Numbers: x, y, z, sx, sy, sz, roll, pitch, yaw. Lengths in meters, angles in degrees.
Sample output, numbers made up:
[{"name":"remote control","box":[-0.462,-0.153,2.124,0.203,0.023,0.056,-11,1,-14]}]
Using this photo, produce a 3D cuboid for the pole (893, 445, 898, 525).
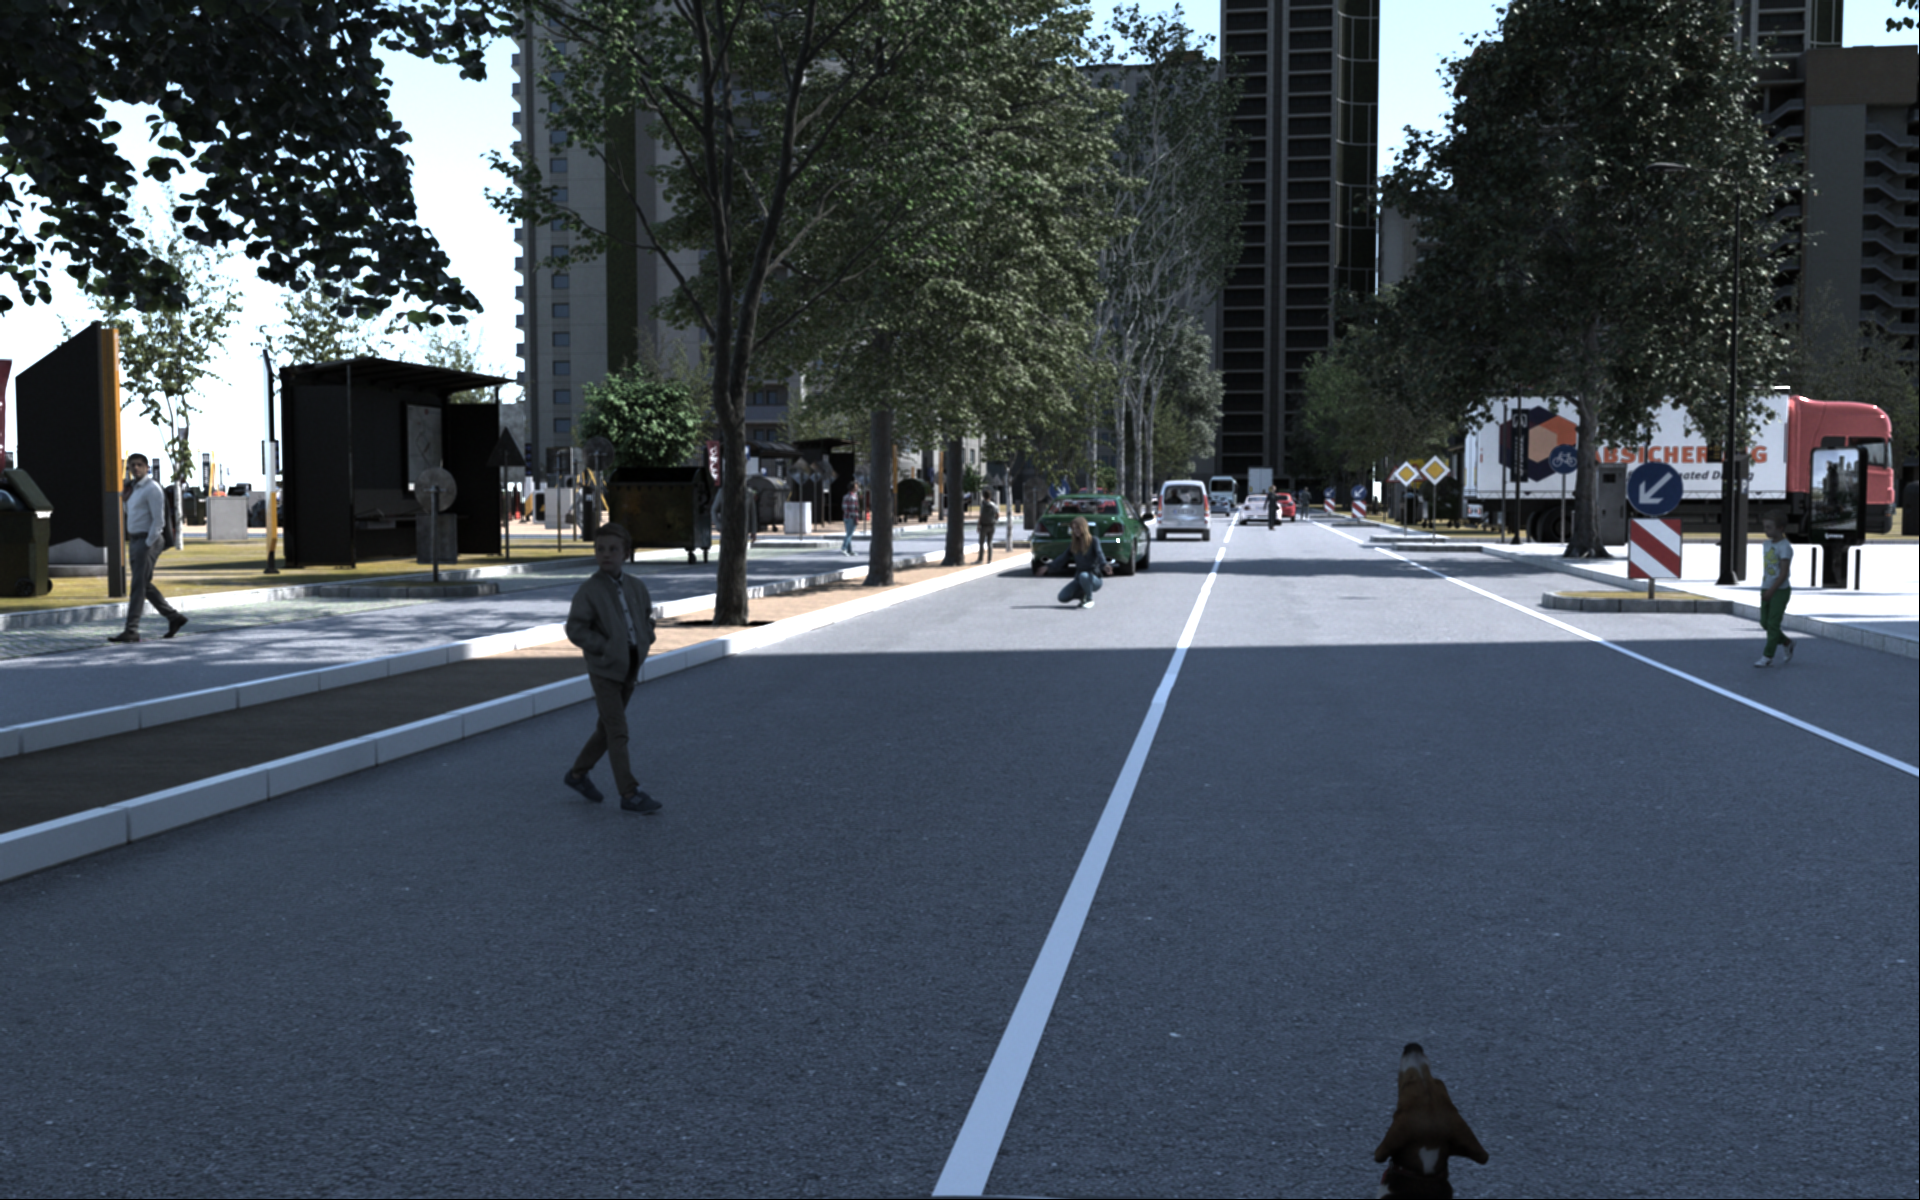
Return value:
[{"name":"pole","box":[-2.706,-4.790,72.164,0.158,3.312,0.155,0,3,0]}]

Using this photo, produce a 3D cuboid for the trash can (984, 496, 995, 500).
[{"name":"trash can","box":[2.363,-7.210,129.531,0.748,1.137,0.748,0,3,0]}]

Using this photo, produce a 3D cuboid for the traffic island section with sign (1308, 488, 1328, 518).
[{"name":"traffic island section with sign","box":[21.837,-5.774,103.034,1.989,1.847,2.006,1,4,9]}]

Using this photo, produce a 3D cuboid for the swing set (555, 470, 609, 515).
[{"name":"swing set","box":[-19.445,-5.520,87.871,2.862,2.851,3.119,0,4,6]}]

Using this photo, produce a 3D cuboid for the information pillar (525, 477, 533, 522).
[{"name":"information pillar","box":[-20.136,-5.471,80.798,0.504,3.616,0.183,3,4,37]}]

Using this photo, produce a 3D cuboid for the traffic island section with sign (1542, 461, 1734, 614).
[{"name":"traffic island section with sign","box":[8.449,-0.806,21.804,1.989,1.847,2.006,1,4,9]}]

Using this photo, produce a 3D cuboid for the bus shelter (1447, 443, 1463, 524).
[{"name":"bus shelter","box":[21.959,-5.864,73.515,2.179,5.291,8.768,1,4,10]}]

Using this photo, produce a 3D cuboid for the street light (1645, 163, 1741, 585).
[{"name":"street light","box":[10.318,-3.172,24.396,1.470,5.913,1.316,1,4,9]}]

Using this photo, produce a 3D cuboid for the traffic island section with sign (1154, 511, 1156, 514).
[{"name":"traffic island section with sign","box":[15.354,-7.310,127.656,2.006,1.907,1.989,1,4,9]}]

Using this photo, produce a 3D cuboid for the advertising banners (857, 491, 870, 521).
[{"name":"advertising banners","box":[-4.425,-5.282,82.545,0.090,3.025,2.074,1,4,22]}]

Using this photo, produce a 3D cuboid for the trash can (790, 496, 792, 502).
[{"name":"trash can","box":[-11.654,-6.766,122.272,0.748,1.137,0.748,0,3,0]}]

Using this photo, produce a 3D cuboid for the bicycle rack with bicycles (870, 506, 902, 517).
[{"name":"bicycle rack with bicycles","box":[-4.163,-5.241,99.074,2.852,0.926,2.925,3,5,41]}]

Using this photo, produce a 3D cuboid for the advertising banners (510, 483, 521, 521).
[{"name":"advertising banners","box":[-21.597,-5.311,83.024,0.090,3.025,2.074,-3,5,-39]}]

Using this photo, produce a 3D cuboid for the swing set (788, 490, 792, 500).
[{"name":"swing set","box":[-7.637,-5.611,89.360,2.862,2.851,3.119,0,4,6]}]

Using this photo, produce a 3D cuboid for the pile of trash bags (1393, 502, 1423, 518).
[{"name":"pile of trash bags","box":[23.633,-4.910,90.035,1.912,1.369,3.447,1,4,9]}]

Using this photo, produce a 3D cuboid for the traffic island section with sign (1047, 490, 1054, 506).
[{"name":"traffic island section with sign","box":[5.681,-5.937,105.696,1.989,1.847,2.006,1,4,9]}]

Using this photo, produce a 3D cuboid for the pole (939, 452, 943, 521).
[{"name":"pole","box":[-0.915,-5.474,83.337,0.158,3.312,0.155,0,3,0]}]

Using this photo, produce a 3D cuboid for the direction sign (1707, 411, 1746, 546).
[{"name":"direction sign","box":[18.999,-3.118,42.981,0.876,3.537,0.379,1,4,20]}]

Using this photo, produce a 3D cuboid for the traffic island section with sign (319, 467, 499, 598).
[{"name":"traffic island section with sign","box":[-7.694,-0.977,24.607,1.989,1.847,2.006,1,4,9]}]

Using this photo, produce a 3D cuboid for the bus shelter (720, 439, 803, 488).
[{"name":"bus shelter","box":[-7.559,-4.360,65.207,2.014,3.302,5.546,1,4,9]}]

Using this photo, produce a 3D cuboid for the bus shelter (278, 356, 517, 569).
[{"name":"bus shelter","box":[-10.427,-2.534,32.715,1.731,3.624,6.357,1,4,9]}]

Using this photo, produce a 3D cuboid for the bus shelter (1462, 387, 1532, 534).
[{"name":"bus shelter","box":[19.041,-5.006,59.474,2.179,5.291,8.768,1,4,9]}]

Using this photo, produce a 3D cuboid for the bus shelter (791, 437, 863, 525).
[{"name":"bus shelter","box":[-5.712,-5.119,74.974,1.731,3.624,6.357,1,4,9]}]

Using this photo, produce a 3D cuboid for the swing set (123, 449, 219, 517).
[{"name":"swing set","box":[-27.671,-3.879,61.037,3.119,2.851,2.862,-1,4,-13]}]

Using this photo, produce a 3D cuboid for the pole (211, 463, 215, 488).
[{"name":"pole","box":[-49.128,-7.345,113.934,0.158,3.312,0.155,0,3,0]}]

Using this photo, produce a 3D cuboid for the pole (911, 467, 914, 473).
[{"name":"pole","box":[-3.538,-8.320,129.870,0.158,3.312,0.155,0,3,0]}]

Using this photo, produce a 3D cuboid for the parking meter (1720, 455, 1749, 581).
[{"name":"parking meter","box":[11.434,-1.215,25.573,0.399,1.863,0.255,-3,5,-43]}]

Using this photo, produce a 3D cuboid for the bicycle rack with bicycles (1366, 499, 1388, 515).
[{"name":"bicycle rack with bicycles","box":[30.185,-6.582,120.996,2.925,0.926,2.852,0,4,0]}]

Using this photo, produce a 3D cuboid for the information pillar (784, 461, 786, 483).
[{"name":"information pillar","box":[-11.145,-7.227,109.519,0.183,3.616,0.504,1,4,17]}]

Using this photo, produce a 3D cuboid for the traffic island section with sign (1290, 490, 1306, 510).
[{"name":"traffic island section with sign","box":[30.074,-8.833,153.046,1.989,1.847,2.006,1,4,9]}]

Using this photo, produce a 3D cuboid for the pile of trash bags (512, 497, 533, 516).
[{"name":"pile of trash bags","box":[-25.473,-5.709,103.096,3.447,1.369,1.912,1,4,22]}]

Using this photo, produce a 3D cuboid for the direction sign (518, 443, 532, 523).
[{"name":"direction sign","box":[-19.508,-5.208,77.145,0.876,3.537,0.379,0,4,-2]}]

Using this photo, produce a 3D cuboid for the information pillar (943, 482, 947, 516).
[{"name":"information pillar","box":[-0.904,-5.809,99.467,0.304,2.012,0.304,-2,4,-30]}]

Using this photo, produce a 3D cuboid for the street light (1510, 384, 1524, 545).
[{"name":"street light","box":[13.579,-4.359,43.813,1.470,5.913,1.316,1,4,9]}]

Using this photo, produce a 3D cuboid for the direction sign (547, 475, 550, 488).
[{"name":"direction sign","box":[-31.847,-8.687,134.024,0.379,3.537,0.876,-2,4,-25]}]

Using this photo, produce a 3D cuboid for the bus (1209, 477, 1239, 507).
[{"name":"bus","box":[28.802,-11.883,189.147,2.948,3.499,13.247,1,4,10]}]

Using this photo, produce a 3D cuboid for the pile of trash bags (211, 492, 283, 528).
[{"name":"pile of trash bags","box":[-27.130,-3.447,66.114,1.912,1.369,3.447,2,4,24]}]

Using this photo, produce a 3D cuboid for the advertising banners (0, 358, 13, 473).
[{"name":"advertising banners","box":[-13.005,-1.564,21.762,2.074,3.025,0.090,-3,5,-40]}]

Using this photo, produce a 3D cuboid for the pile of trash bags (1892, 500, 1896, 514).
[{"name":"pile of trash bags","box":[57.938,-6.161,110.482,3.447,1.369,1.912,3,5,41]}]

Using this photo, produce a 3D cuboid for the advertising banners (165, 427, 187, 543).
[{"name":"advertising banners","box":[-20.853,-3.033,45.784,2.074,3.025,0.090,3,5,43]}]

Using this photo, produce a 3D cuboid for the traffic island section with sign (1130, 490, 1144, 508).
[{"name":"traffic island section with sign","box":[18.290,-10.615,182.185,1.989,1.847,2.006,1,4,9]}]

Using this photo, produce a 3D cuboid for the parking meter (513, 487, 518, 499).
[{"name":"parking meter","box":[-33.524,-7.640,130.629,0.399,1.863,0.255,0,4,-8]}]

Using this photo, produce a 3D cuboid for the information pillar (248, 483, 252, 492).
[{"name":"information pillar","box":[-47.862,-6.861,116.673,0.304,2.012,0.304,-2,4,-30]}]

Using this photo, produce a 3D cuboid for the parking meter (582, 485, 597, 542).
[{"name":"parking meter","box":[-10.005,-2.347,46.778,0.372,1.533,0.369,0,3,0]}]

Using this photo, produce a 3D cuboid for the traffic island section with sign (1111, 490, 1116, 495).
[{"name":"traffic island section with sign","box":[13.899,-8.988,155.589,1.989,1.847,2.006,1,4,9]}]

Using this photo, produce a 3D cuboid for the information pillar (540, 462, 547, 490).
[{"name":"information pillar","box":[-29.872,-8.122,124.145,0.504,3.616,0.183,0,4,3]}]

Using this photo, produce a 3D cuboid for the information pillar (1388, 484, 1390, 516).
[{"name":"information pillar","box":[24.678,-5.781,99.006,0.304,2.012,0.304,-3,5,-44]}]

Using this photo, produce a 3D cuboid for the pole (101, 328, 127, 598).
[{"name":"pole","box":[-10.471,-1.687,21.429,0.158,3.312,0.155,0,3,0]}]

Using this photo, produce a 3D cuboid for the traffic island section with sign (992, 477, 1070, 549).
[{"name":"traffic island section with sign","box":[1.930,-2.328,46.205,2.006,1.907,1.989,1,4,9]}]

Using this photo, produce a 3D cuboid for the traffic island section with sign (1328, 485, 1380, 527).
[{"name":"traffic island section with sign","box":[17.448,-4.147,76.437,1.989,1.847,2.006,1,4,9]}]

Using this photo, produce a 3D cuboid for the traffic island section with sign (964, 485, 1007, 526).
[{"name":"traffic island section with sign","box":[1.289,-4.310,79.100,1.989,1.847,2.006,1,4,9]}]

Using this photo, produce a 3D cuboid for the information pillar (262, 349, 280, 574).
[{"name":"information pillar","box":[-11.072,-2.228,27.784,0.183,3.616,0.504,-2,4,-32]}]

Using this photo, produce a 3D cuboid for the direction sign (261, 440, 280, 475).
[{"name":"direction sign","box":[-28.655,-4.896,72.048,0.876,3.537,0.379,1,4,17]}]

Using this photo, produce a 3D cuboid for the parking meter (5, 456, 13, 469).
[{"name":"parking meter","box":[-14.195,-1.220,25.657,0.399,1.863,0.255,3,5,41]}]
